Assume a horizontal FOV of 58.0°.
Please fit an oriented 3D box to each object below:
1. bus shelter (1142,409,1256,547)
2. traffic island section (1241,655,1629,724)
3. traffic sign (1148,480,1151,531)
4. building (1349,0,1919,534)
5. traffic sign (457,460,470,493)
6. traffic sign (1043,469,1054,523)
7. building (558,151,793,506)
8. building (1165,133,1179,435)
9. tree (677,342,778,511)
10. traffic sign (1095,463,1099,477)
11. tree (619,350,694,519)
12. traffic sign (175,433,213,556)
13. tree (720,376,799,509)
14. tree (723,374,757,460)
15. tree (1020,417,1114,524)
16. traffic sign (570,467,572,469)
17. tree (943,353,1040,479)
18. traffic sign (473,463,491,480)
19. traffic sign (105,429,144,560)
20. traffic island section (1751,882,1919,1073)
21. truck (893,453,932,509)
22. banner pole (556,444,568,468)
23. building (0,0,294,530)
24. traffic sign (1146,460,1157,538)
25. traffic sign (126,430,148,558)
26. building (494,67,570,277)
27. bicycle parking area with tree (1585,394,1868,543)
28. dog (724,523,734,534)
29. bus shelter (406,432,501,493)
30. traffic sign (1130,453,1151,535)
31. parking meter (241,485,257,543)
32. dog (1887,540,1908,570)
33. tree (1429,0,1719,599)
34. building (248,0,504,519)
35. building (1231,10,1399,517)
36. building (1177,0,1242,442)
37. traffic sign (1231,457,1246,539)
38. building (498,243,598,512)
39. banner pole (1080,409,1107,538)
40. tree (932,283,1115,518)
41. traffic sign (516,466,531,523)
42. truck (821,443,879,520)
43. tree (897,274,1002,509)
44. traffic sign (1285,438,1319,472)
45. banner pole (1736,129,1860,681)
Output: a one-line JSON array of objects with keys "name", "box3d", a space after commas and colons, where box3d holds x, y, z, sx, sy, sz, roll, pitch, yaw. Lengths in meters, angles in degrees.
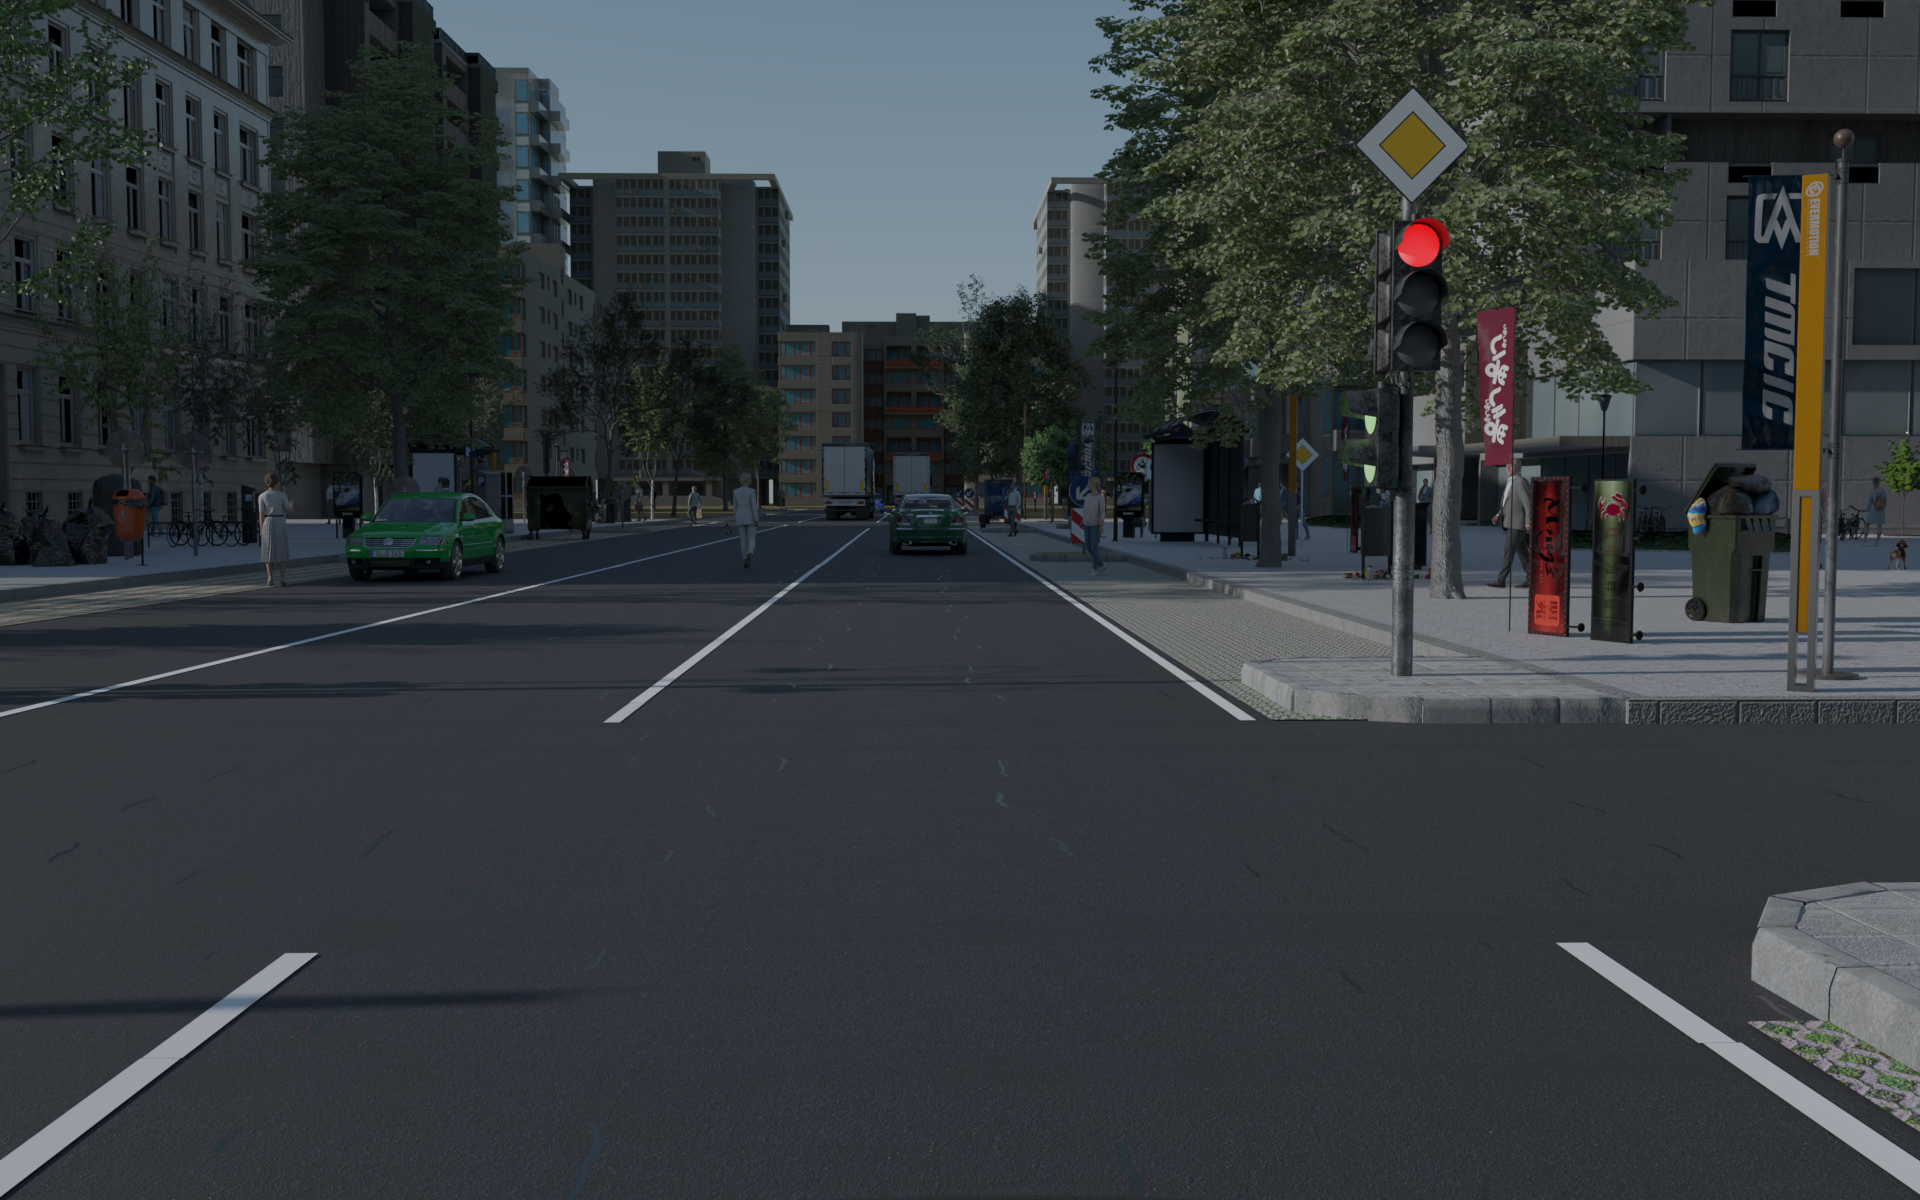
[{"name": "bus shelter", "box3d": [5.986, -3.066, 44.051, 2.014, 3.302, 5.546, 0, 4, -1]}, {"name": "traffic island section", "box3d": [3.148, 0.613, 12.257, 2.009, 0.180, 2.903, 0, 4, -1]}, {"name": "traffic sign", "box3d": [6.582, -3.666, 60.053, 0.768, 2.556, 0.104, 0, 4, 0]}, {"name": "building", "box3d": [31.918, -29.241, 67.325, 28.713, 52.752, 27.495, 0, 4, -1]}, {"name": "traffic sign", "box3d": [-18.742, -3.970, 65.011, 0.768, 2.556, 0.104, 0, 4, -1]}, {"name": "traffic sign", "box3d": [4.005, -4.630, 75.800, 0.768, 2.556, 0.104, 0, 4, 7]}, {"name": "building", "box3d": [-31.764, -31.009, 198.881, 23.993, 40.220, 32.217, 0, 4, -1]}, {"name": "building", "box3d": [23.599, -22.646, 141.965, 14.160, 30.474, 14.107, 0, 4, -1]}, {"name": "tree", "box3d": [-17.479, -12.923, 129.416, 7.486, 12.596, 7.792, 0, 3, 0]}, {"name": "traffic sign", "box3d": [4.970, -4.081, 66.831, 0.768, 2.556, 0.104, 0, 4, -1]}, {"name": "tree", "box3d": [-15.788, -8.479, 88.988, 4.737, 8.622, 4.395, 0, 3, 0]}, {"name": "traffic sign", "box3d": [-15.905, -2.194, 35.970, 0.768, 2.556, 0.104, 0, 4, 0]}, {"name": "tree", "box3d": [-18.062, -13.961, 154.014, 9.928, 11.665, 9.643, 0, 3, 0]}, {"name": "tree", "box3d": [-15.928, -9.955, 97.174, 7.601, 10.594, 8.767, 3, 5, 42]}, {"name": "tree", "box3d": [4.808, -5.481, 73.330, 4.285, 4.588, 4.351, 0, 3, 0]}, {"name": "traffic sign", "box3d": [-18.702, -5.089, 83.201, 0.884, 2.594, 0.081, 0, 4, -1]}, {"name": "tree", "box3d": [2.383, -12.000, 121.956, 9.928, 11.665, 9.643, 0, 3, 0]}, {"name": "traffic sign", "box3d": [-19.441, -4.298, 70.379, 0.768, 2.556, 0.104, 0, 4, 2]}, {"name": "traffic sign", "box3d": [-16.281, -2.058, 33.756, 0.768, 2.556, 0.104, 0, 4, 4]}, {"name": "traffic island section", "box3d": [3.356, 1.101, 4.275, 2.009, 0.180, 2.903, 0, 4, -1]}, {"name": "truck", "box3d": [-3.369, -8.186, 122.753, 2.839, 4.237, 11.283, 0, 4, -1]}, {"name": "banner pole", "box3d": [-19.781, -5.866, 85.930, 0.401, 3.779, 0.863, 3, 5, 42]}, {"name": "building", "box3d": [-36.107, -13.825, 59.319, 16.112, 22.955, 30.059, 0, 4, -1]}, {"name": "traffic sign", "box3d": [5.680, -2.941, 50.207, 0.606, 2.300, 0.079, 0, 4, 6]}, {"name": "traffic sign", "box3d": [-16.548, -2.103, 34.498, 0.768, 2.556, 0.104, 0, 4, 1]}, {"name": "building", "box3d": [-58.881, -35.137, 194.105, 30.456, 49.044, 23.786, 0, 4, -1]}, {"name": "bicycle parking area with tree", "box3d": [20.685, -3.755, 48.394, 9.016, 4.147, 8.231, -3, 4, -38]}, {"name": "dog", "box3d": [-8.176, -2.537, 61.676, 0.550, 0.427, 0.748, 3, 5, 44]}, {"name": "bus shelter", "box3d": [-17.376, -4.000, 59.319, 2.014, 3.302, 5.546, 0, 4, -2]}, {"name": "traffic sign", "box3d": [5.699, -3.302, 54.092, 0.768, 2.556, 0.104, 0, 4, 6]}, {"name": "parking meter", "box3d": [-18.578, -2.254, 45.264, 0.372, 1.533, 0.369, 0, 3, 0]}, {"name": "dog", "box3d": [15.894, -0.766, 29.356, 0.406, 0.507, 0.540, 0, 4, 7]}, {"name": "tree", "box3d": [5.618, -6.280, 20.802, 7.486, 12.596, 7.792, 0, 3, 0]}, {"name": "building", "box3d": [-37.325, -20.575, 108.095, 14.160, 30.474, 14.107, 0, 4, -1]}, {"name": "building", "box3d": [29.137, -29.698, 105.174, 23.786, 49.044, 30.456, 0, 4, -1]}, {"name": "building", "box3d": [22.934, -27.153, 127.545, 14.154, 41.232, 14.086, 0, 4, -1]}, {"name": "traffic sign", "box3d": [7.718, -3.002, 49.187, 0.768, 2.556, 0.104, 0, 4, 4]}, {"name": "building", "box3d": [-45.341, -17.709, 134.579, 28.899, 21.520, 27.650, 0, 4, -1]}, {"name": "banner pole", "box3d": [3.911, -3.726, 50.944, 0.863, 3.779, 0.401, -1, 4, -18]}, {"name": "tree", "box3d": [3.259, -10.858, 94.541, 9.611, 12.733, 9.660, 0, 3, 0]}, {"name": "traffic sign", "box3d": [-19.463, -4.723, 77.321, 0.768, 2.556, 0.104, 0, 4, 2]}, {"name": "truck", "box3d": [-6.302, -6.778, 99.727, 2.839, 4.237, 11.283, 0, 3, 0]}, {"name": "tree", "box3d": [0.553, -18.108, 151.954, 12.611, 20.169, 13.585, 0, 3, 0]}, {"name": "traffic sign", "box3d": [8.005, -2.489, 40.430, 0.795, 2.593, 0.064, 0, 4, -1]}, {"name": "banner pole", "box3d": [5.834, -1.345, 12.012, 0.863, 3.779, 0.401, 0, 4, 5]}]
